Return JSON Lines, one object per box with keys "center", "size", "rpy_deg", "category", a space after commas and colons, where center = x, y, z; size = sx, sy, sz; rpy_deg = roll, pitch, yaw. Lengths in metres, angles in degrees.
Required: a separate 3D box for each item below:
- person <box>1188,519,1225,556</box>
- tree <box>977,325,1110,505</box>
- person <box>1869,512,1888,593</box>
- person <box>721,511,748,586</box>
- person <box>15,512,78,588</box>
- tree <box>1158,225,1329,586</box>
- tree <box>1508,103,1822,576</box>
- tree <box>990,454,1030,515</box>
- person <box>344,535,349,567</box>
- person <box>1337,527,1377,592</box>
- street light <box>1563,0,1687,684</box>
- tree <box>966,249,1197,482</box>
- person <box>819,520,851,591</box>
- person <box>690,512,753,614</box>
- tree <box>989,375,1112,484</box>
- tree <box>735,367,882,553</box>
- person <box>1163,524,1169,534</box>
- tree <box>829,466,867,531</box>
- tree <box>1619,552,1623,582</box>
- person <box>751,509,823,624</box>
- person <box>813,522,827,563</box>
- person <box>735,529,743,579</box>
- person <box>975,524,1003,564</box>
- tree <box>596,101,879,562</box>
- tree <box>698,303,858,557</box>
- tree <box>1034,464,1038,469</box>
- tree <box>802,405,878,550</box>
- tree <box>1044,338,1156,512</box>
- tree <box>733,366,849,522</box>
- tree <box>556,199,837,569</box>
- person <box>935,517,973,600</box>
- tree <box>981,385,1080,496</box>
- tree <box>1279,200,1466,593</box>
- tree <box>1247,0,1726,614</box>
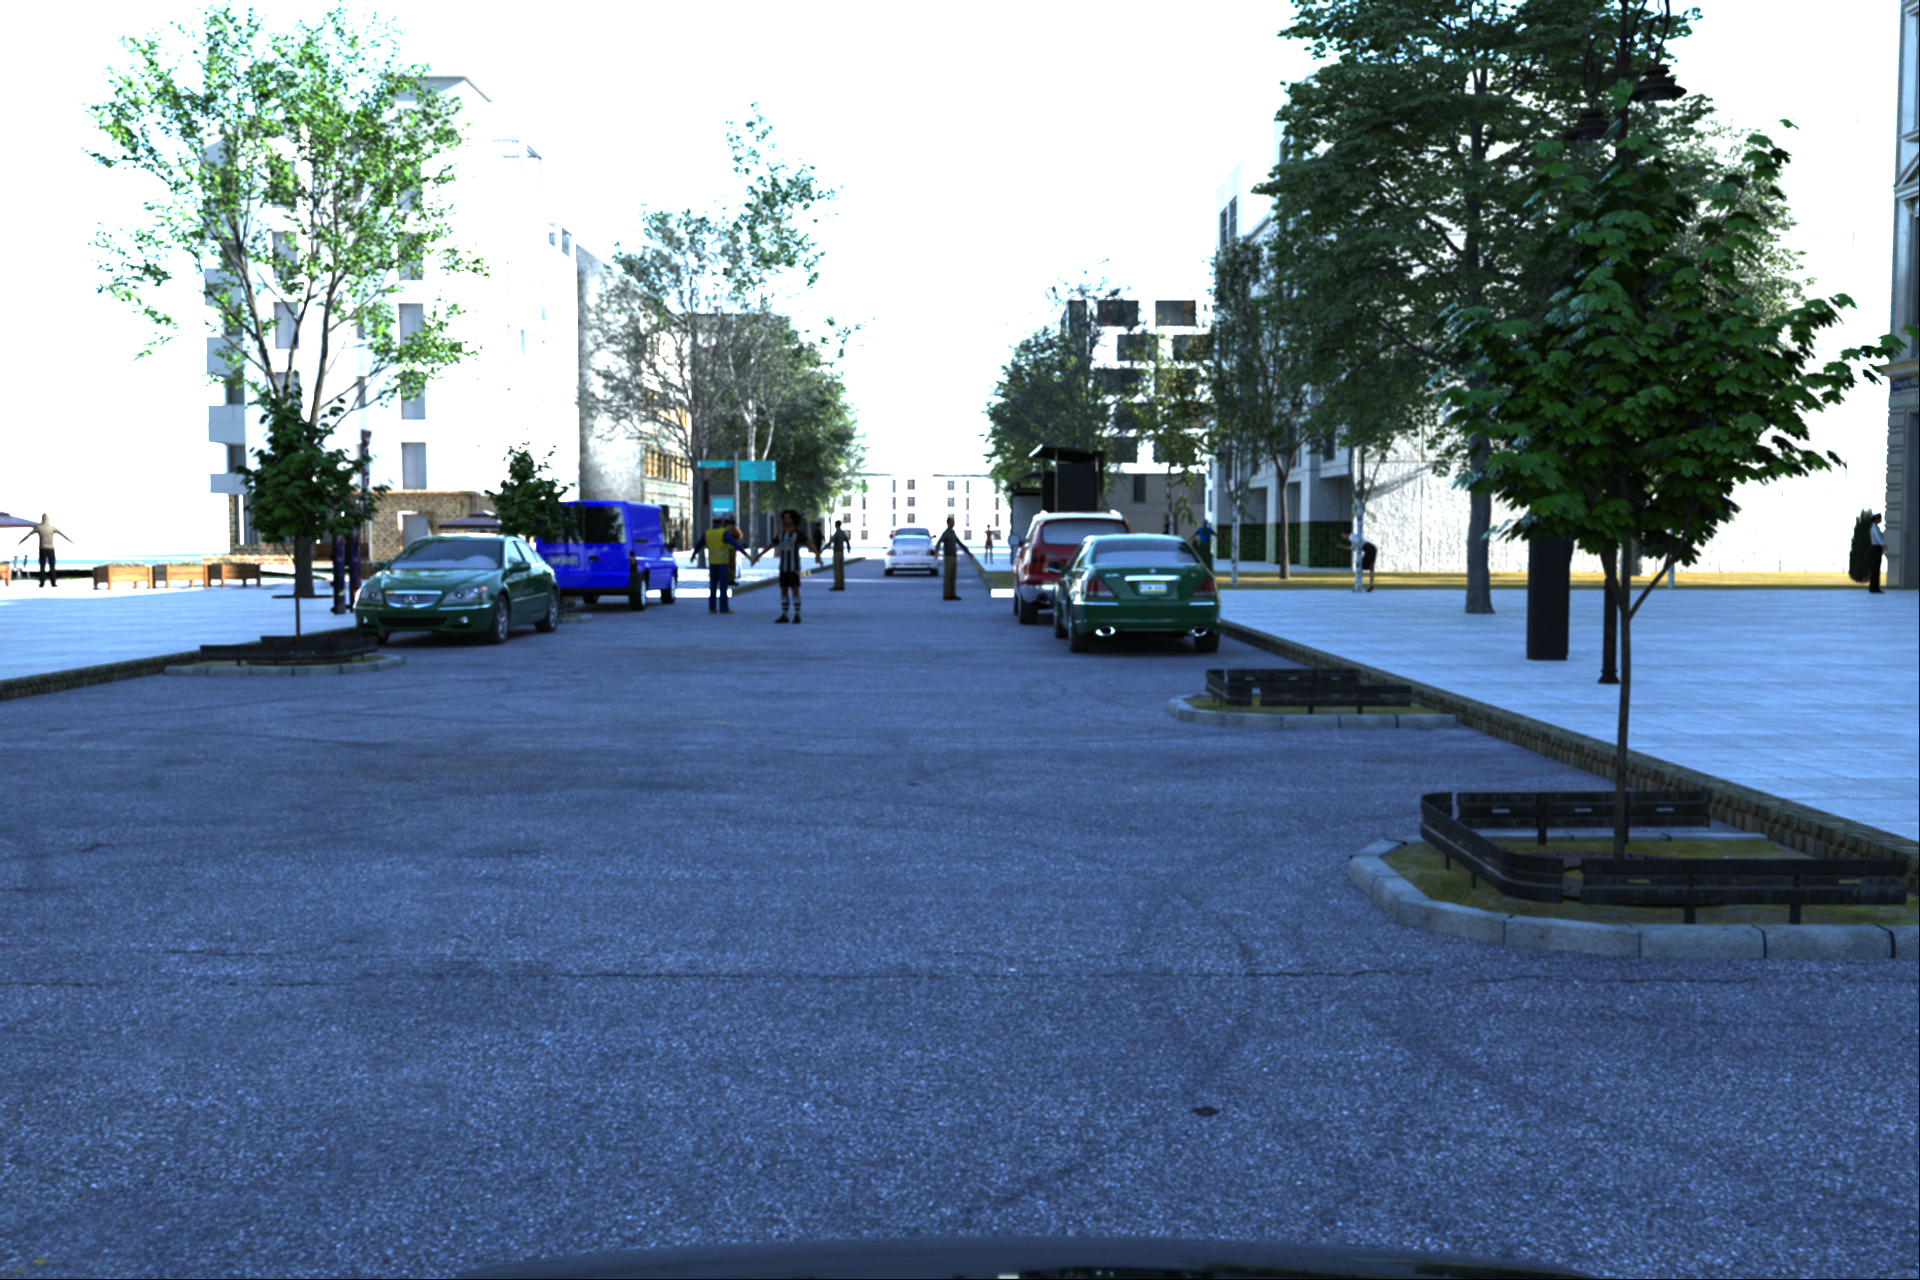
{"center": [8.785, -3.418, 62.012], "size": [1.347, 1.817, 0.704], "rpy_deg": [1, 4, 15], "category": "person"}
{"center": [4.504, -10.789, 94.521], "size": [7.486, 12.596, 7.792], "rpy_deg": [0, 3, 0], "category": "tree"}
{"center": [20.090, -1.917, 37.800], "size": [0.721, 1.778, 1.216], "rpy_deg": [1, 4, 21], "category": "person"}
{"center": [-5.692, -2.282, 43.078], "size": [0.705, 1.858, 1.354], "rpy_deg": [-2, 4, -34], "category": "person"}
{"center": [-21.925, -2.169, 41.585], "size": [1.348, 1.813, 0.705], "rpy_deg": [-2, 4, -25], "category": "person"}
{"center": [6.498, -5.621, 42.258], "size": [4.360, 8.622, 3.978], "rpy_deg": [0, 3, 0], "category": "tree"}
{"center": [20.857, -8.954, 53.056], "size": [9.857, 13.997, 8.962], "rpy_deg": [0, 3, 0], "category": "tree"}
{"center": [4.754, -11.860, 144.269], "size": [4.737, 8.622, 4.395], "rpy_deg": [0, 3, 0], "category": "tree"}
{"center": [-24.041, -3.801, 68.081], "size": [0.705, 1.837, 1.347], "rpy_deg": [0, 4, 1], "category": "person"}
{"center": [8.811, -1.783, 38.379], "size": [0.799, 1.438, 0.628], "rpy_deg": [0, 4, -5], "category": "person"}
{"center": [5.588, -2.565, 14.732], "size": [0.468, 5.910, 1.993], "rpy_deg": [0, 3, 0], "category": "street light"}
{"center": [5.361, -10.076, 75.105], "size": [12.009, 13.543, 11.850], "rpy_deg": [0, 3, 0], "category": "tree"}
{"center": [-3.112, -2.156, 43.977], "size": [0.705, 1.796, 1.348], "rpy_deg": [2, 4, 29], "category": "person"}
{"center": [-4.349, -1.400, 31.323], "size": [1.349, 1.833, 0.705], "rpy_deg": [2, 4, 26], "category": "person"}
{"center": [5.621, -11.060, 106.581], "size": [9.928, 11.665, 9.643], "rpy_deg": [0, 3, 0], "category": "tree"}
{"center": [-10.288, -12.634, 116.934], "size": [12.009, 13.543, 11.850], "rpy_deg": [0, 3, 0], "category": "tree"}
{"center": [9.321, -4.429, 79.132], "size": [0.721, 1.740, 1.216], "rpy_deg": [1, 4, 9], "category": "person"}
{"center": [-10.697, -11.962, 145.948], "size": [4.360, 8.622, 3.978], "rpy_deg": [0, 3, 0], "category": "tree"}
{"center": [17.675, -5.821, 45.539], "size": [4.737, 8.622, 4.395], "rpy_deg": [0, 3, 0], "category": "tree"}
{"center": [-2.750, -1.178, 27.865], "size": [1.345, 1.843, 0.704], "rpy_deg": [2, 4, 26], "category": "person"}
{"center": [-6.291, -4.350, 77.316], "size": [0.705, 1.806, 1.347], "rpy_deg": [-2, 4, -27], "category": "person"}
{"center": [-6.416, -2.456, 49.426], "size": [0.599, 1.433, 0.991], "rpy_deg": [2, 4, 24], "category": "person"}
{"center": [1.256, -4.155, 74.740], "size": [1.217, 1.733, 0.721], "rpy_deg": [1, 4, 11], "category": "person"}
{"center": [-10.139, -13.622, 78.615], "size": [12.611, 20.169, 13.585], "rpy_deg": [0, 3, 0], "category": "tree"}
{"center": [-9.994, -11.545, 95.421], "size": [9.857, 13.997, 8.962], "rpy_deg": [0, 3, 0], "category": "tree"}
{"center": [5.532, -11.483, 138.107], "size": [4.737, 8.622, 4.395], "rpy_deg": [0, 3, 0], "category": "tree"}
{"center": [-10.235, -12.892, 136.540], "size": [9.928, 11.665, 9.643], "rpy_deg": [0, 3, 0], "category": "tree"}
{"center": [4.919, -7.066, 65.894], "size": [4.360, 8.622, 3.978], "rpy_deg": [0, 3, 0], "category": "tree"}
{"center": [-10.833, -11.489, 105.979], "size": [7.486, 12.596, 7.792], "rpy_deg": [0, 3, 0], "category": "tree"}
{"center": [-9.603, -9.374, 63.642], "size": [12.009, 13.543, 11.850], "rpy_deg": [0, 3, 0], "category": "tree"}
{"center": [-0.189, -1.766, 37.611], "size": [0.705, 1.796, 1.348], "rpy_deg": [2, 4, 35], "category": "person"}
{"center": [5.294, -11.682, 116.749], "size": [9.928, 11.665, 9.643], "rpy_deg": [0, 3, 0], "category": "tree"}
{"center": [8.521, -5.347, 37.781], "size": [4.360, 8.622, 3.978], "rpy_deg": [0, 3, 0], "category": "tree"}
{"center": [8.085, -6.683, 27.402], "size": [7.486, 12.596, 7.792], "rpy_deg": [0, 3, 0], "category": "tree"}
